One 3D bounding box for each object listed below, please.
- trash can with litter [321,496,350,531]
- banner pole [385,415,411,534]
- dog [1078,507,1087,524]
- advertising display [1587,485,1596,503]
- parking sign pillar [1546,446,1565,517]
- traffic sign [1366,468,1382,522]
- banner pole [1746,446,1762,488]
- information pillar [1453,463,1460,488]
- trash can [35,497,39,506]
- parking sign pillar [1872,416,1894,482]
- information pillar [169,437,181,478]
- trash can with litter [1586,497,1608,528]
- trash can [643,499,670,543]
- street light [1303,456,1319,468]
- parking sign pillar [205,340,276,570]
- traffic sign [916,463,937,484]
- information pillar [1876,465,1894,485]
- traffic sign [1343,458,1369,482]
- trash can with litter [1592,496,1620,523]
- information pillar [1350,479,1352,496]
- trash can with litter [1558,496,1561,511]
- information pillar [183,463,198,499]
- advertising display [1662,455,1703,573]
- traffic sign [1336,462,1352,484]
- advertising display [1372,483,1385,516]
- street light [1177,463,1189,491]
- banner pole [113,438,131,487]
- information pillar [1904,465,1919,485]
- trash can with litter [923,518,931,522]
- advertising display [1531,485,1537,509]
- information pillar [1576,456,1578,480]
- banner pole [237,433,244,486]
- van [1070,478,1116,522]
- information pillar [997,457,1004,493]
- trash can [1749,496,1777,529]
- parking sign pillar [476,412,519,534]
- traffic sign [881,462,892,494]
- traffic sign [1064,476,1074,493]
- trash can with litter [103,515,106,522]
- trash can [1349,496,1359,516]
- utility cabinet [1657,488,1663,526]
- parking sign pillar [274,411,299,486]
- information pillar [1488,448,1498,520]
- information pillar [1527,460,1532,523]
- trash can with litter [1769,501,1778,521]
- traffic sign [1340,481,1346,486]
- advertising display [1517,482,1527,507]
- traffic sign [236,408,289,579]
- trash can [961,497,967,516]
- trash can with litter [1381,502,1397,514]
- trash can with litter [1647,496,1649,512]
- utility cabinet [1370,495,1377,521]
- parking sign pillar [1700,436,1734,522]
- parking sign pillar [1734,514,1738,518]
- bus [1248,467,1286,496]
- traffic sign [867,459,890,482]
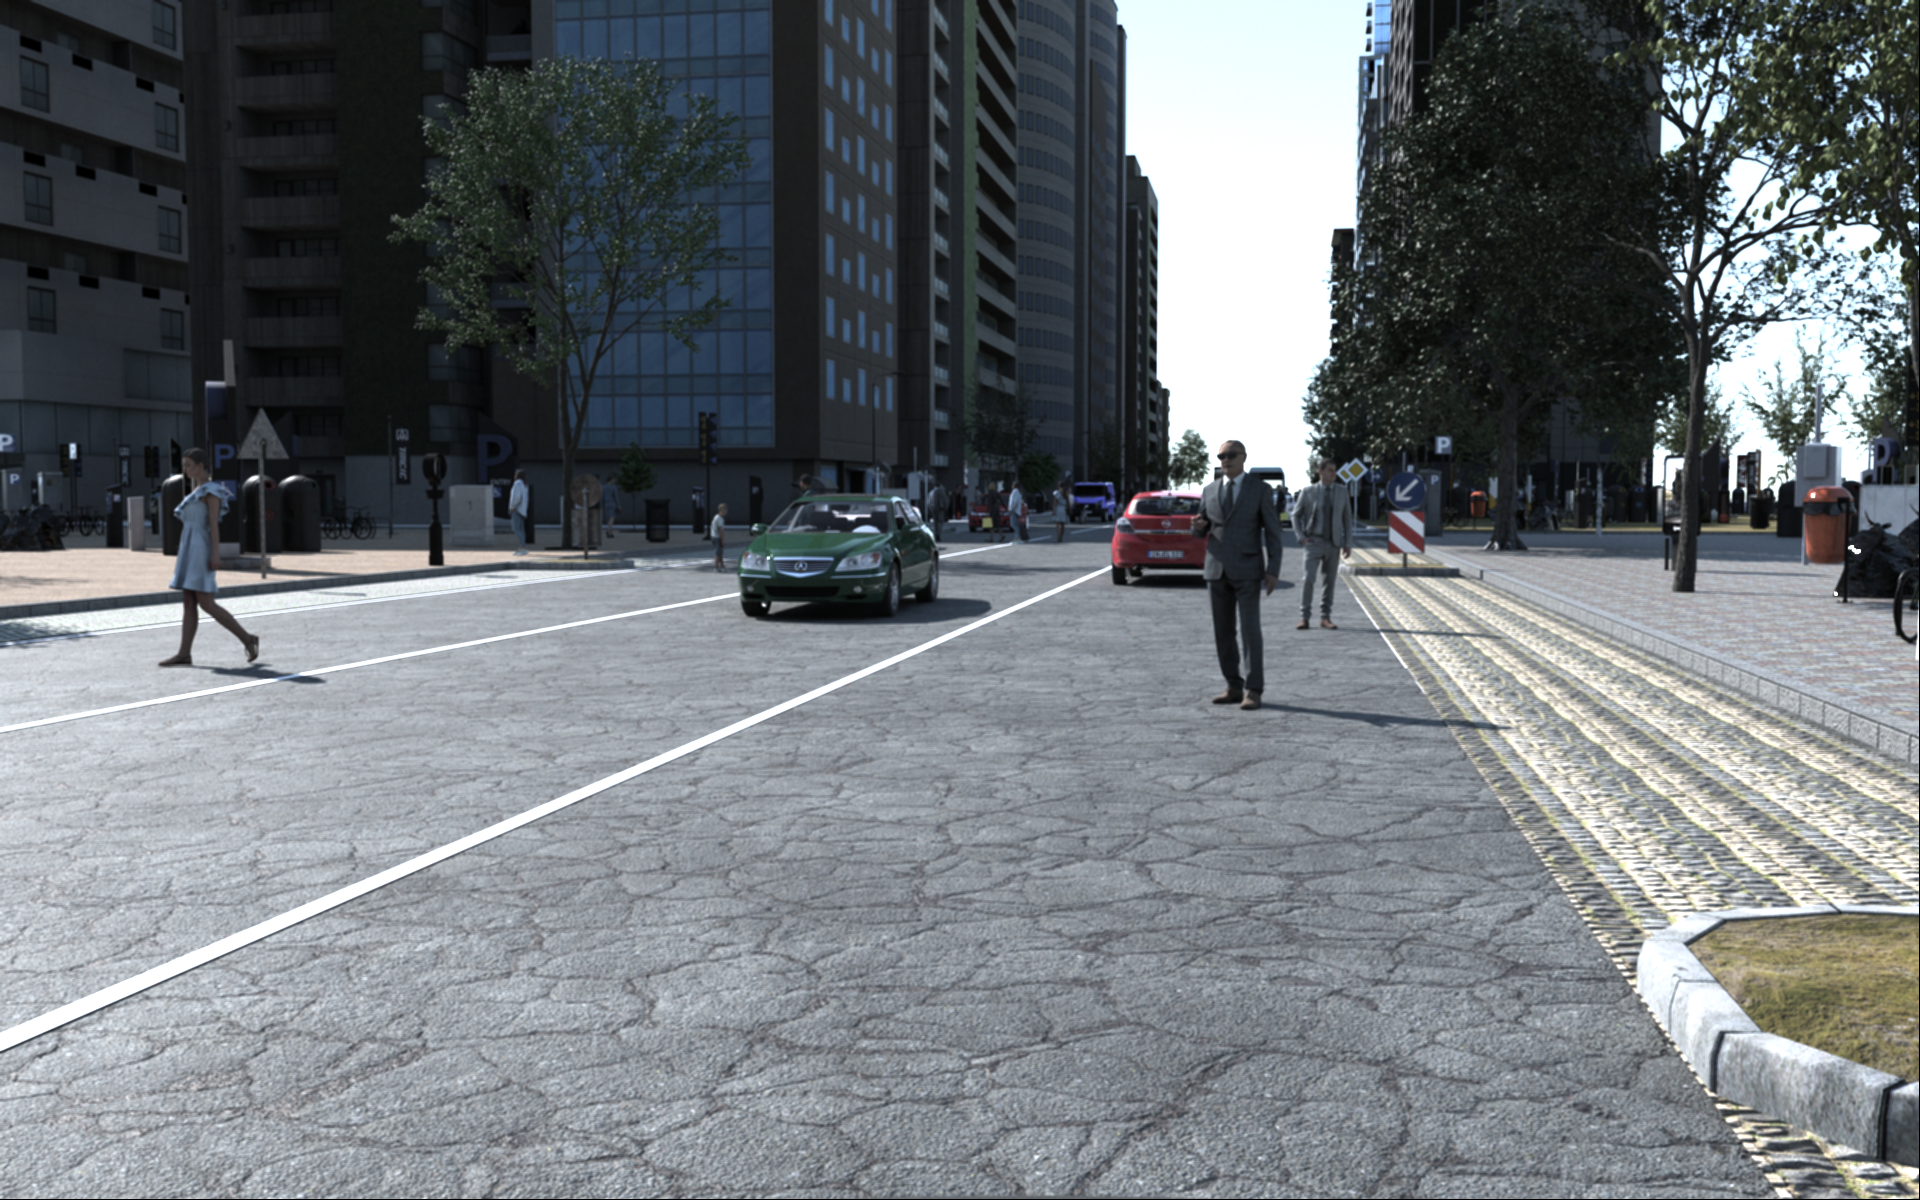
[{"bbox_3d":[-22.332,-3.070,61.247,1.678,1.210,2.233,2,4,28],"label":"trash can with litter"},{"bbox_3d":[-17.925,-3.990,55.257,0.863,3.779,0.401,0,4,-2],"label":"banner pole"},{"bbox_3d":[5.724,-4.013,82.442,0.800,0.831,0.513,-1,4,-9],"label":"dog"},{"bbox_3d":[44.979,-7.241,123.599,0.123,1.923,0.974,-3,5,-42],"label":"advertising display"},{"bbox_3d":[33.628,-6.717,98.287,1.447,3.967,1.447,2,4,29],"label":"parking sign pillar"},{"bbox_3d":[19.331,-4.944,80.936,0.768,2.556,0.104,1,4,12],"label":"traffic sign"},{"bbox_3d":[41.048,-6.081,89.448,0.863,3.779,0.401,1,4,19],"label":"banner pole"},{"bbox_3d":[37.635,-8.556,131.249,0.504,3.616,0.183,0,4,3],"label":"information pillar"},{"bbox_3d":[-38.582,-3.756,73.061,0.748,1.137,0.748,0,3,0],"label":"trash can"},{"bbox_3d":[31.895,-4.343,59.487,1.447,3.967,1.447,0,3,0],"label":"parking sign pillar"},{"bbox_3d":[-32.382,-4.903,71.515,0.183,3.616,0.504,2,4,29],"label":"information pillar"},{"bbox_3d":[24.176,-3.350,66.154,1.055,1.170,0.624,3,5,43],"label":"trash can with litter"},{"bbox_3d":[-8.047,-2.104,46.053,0.748,1.137,0.748,0,3,0],"label":"trash can"},{"bbox_3d":[46.604,-15.728,229.697,1.470,5.913,1.316,1,4,10],"label":"street light"},{"bbox_3d":[-12.650,-2.524,29.743,1.447,3.967,1.447,-2,4,-24],"label":"parking sign pillar"},{"bbox_3d":[-1.289,-3.884,65.695,0.795,2.593,0.064,1,4,10],"label":"traffic sign"},{"bbox_3d":[23.606,-2.431,44.241,0.304,2.012,0.304,0,4,6],"label":"information pillar"},{"bbox_3d":[12.579,-3.229,54.982,0.795,2.593,0.064,1,4,10],"label":"traffic sign"},{"bbox_3d":[28.357,-4.017,76.737,2.233,1.210,1.678,-1,4,-20],"label":"trash can with litter"},{"bbox_3d":[27.732,-8.068,123.261,0.183,3.616,0.504,-1,4,-14],"label":"information pillar"},{"bbox_3d":[43.120,-6.964,125.242,0.624,1.170,1.055,2,4,30],"label":"trash can with litter"},{"bbox_3d":[-14.891,-1.788,33.723,0.304,2.012,0.304,2,4,32],"label":"information pillar"},{"bbox_3d":[11.969,-1.438,28.726,0.123,1.923,0.974,0,4,-8],"label":"advertising display"},{"bbox_3d":[14.040,-3.709,62.833,0.795,2.593,0.064,1,4,10],"label":"traffic sign"},{"bbox_3d":[24.153,-5.795,99.957,0.974,1.923,0.123,-2,4,-33],"label":"advertising display"},{"bbox_3d":[32.695,-17.319,255.704,1.470,5.913,1.316,1,4,10],"label":"street light"},{"bbox_3d":[-37.386,-5.333,77.211,0.863,3.779,0.401,-1,4,-23],"label":"banner pole"},{"bbox_3d":[23.741,-2.367,43.189,0.304,2.012,0.304,-3,5,-40],"label":"information pillar"},{"bbox_3d":[-1.660,-4.182,79.755,0.624,1.170,1.055,0,4,-8],"label":"trash can with litter"},{"bbox_3d":[40.774,-7.255,123.829,0.123,1.923,0.974,-3,4,-37],"label":"advertising display"},{"bbox_3d":[38.486,-7.140,108.087,0.183,3.616,0.504,2,4,26],"label":"information pillar"},{"bbox_3d":[-29.530,-4.949,70.933,0.401,3.779,0.863,1,4,17],"label":"banner pole"},{"bbox_3d":[6.865,-5.217,89.674,2.240,2.365,5.245,1,4,11],"label":"van"},{"bbox_3d":[2.576,-7.253,109.942,0.504,3.616,0.183,-3,5,-43],"label":"information pillar"},{"bbox_3d":[29.416,-3.184,63.718,0.748,1.137,0.748,0,3,0],"label":"trash can"},{"bbox_3d":[-15.075,-4.161,56.498,1.447,3.967,1.447,0,4,5],"label":"parking sign pillar"},{"bbox_3d":[-3.094,-4.198,68.742,0.768,2.556,0.104,1,4,16],"label":"traffic sign"},{"bbox_3d":[7.824,-7.651,125.099,0.884,2.594,0.081,1,4,12],"label":"traffic sign"},{"bbox_3d":[-39.435,-4.230,80.540,0.624,1.170,1.055,-1,4,-10],"label":"trash can with litter"},{"bbox_3d":[24.675,-5.969,109.246,0.748,1.137,0.748,0,3,0],"label":"trash can"},{"bbox_3d":[28.152,-3.652,68.385,1.173,1.500,0.318,-1,4,-11],"label":"utility cabinet"},{"bbox_3d":[-22.333,-4.180,56.814,1.447,3.967,1.447,1,4,21],"label":"parking sign pillar"},{"bbox_3d":[26.515,-5.794,86.079,0.504,3.616,0.183,-1,4,-20],"label":"information pillar"},{"bbox_3d":[25.056,-5.190,76.207,0.183,3.616,0.504,0,4,6],"label":"information pillar"},{"bbox_3d":[39.108,-4.369,82.813,1.055,1.170,0.624,0,4,-4],"label":"trash can with litter"},{"bbox_3d":[27.765,-7.649,125.062,0.884,2.594,0.081,1,4,11],"label":"traffic sign"},{"bbox_3d":[28.605,-5.135,89.176,0.974,1.923,0.123,3,5,43],"label":"advertising display"},{"bbox_3d":[-10.548,-1.600,26.172,0.884,2.594,0.081,1,4,13],"label":"traffic sign"},{"bbox_3d":[0.069,-5.358,99.259,0.748,1.137,0.748,0,3,0],"label":"trash can"},{"bbox_3d":[27.279,-6.084,110.538,2.233,1.210,1.678,-2,4,-28],"label":"trash can with litter"},{"bbox_3d":[47.672,-6.603,119.023,1.678,1.210,2.233,3,5,44],"label":"trash can with litter"},{"bbox_3d":[19.877,-4.410,83.270,0.306,1.237,1.020,1,4,13],"label":"utility cabinet"},{"bbox_3d":[34.522,-5.594,79.929,1.447,3.967,1.447,-3,4,-38],"label":"parking sign pillar"},{"bbox_3d":[41.194,-6.414,93.342,1.447,3.967,1.447,1,4,21],"label":"parking sign pillar"},{"bbox_3d":[21.569,-7.792,122.256,2.948,3.499,13.247,1,4,10],"label":"bus"},{"bbox_3d":[-2.749,-3.404,57.844,0.795,2.593,0.064,1,4,10],"label":"traffic sign"}]
